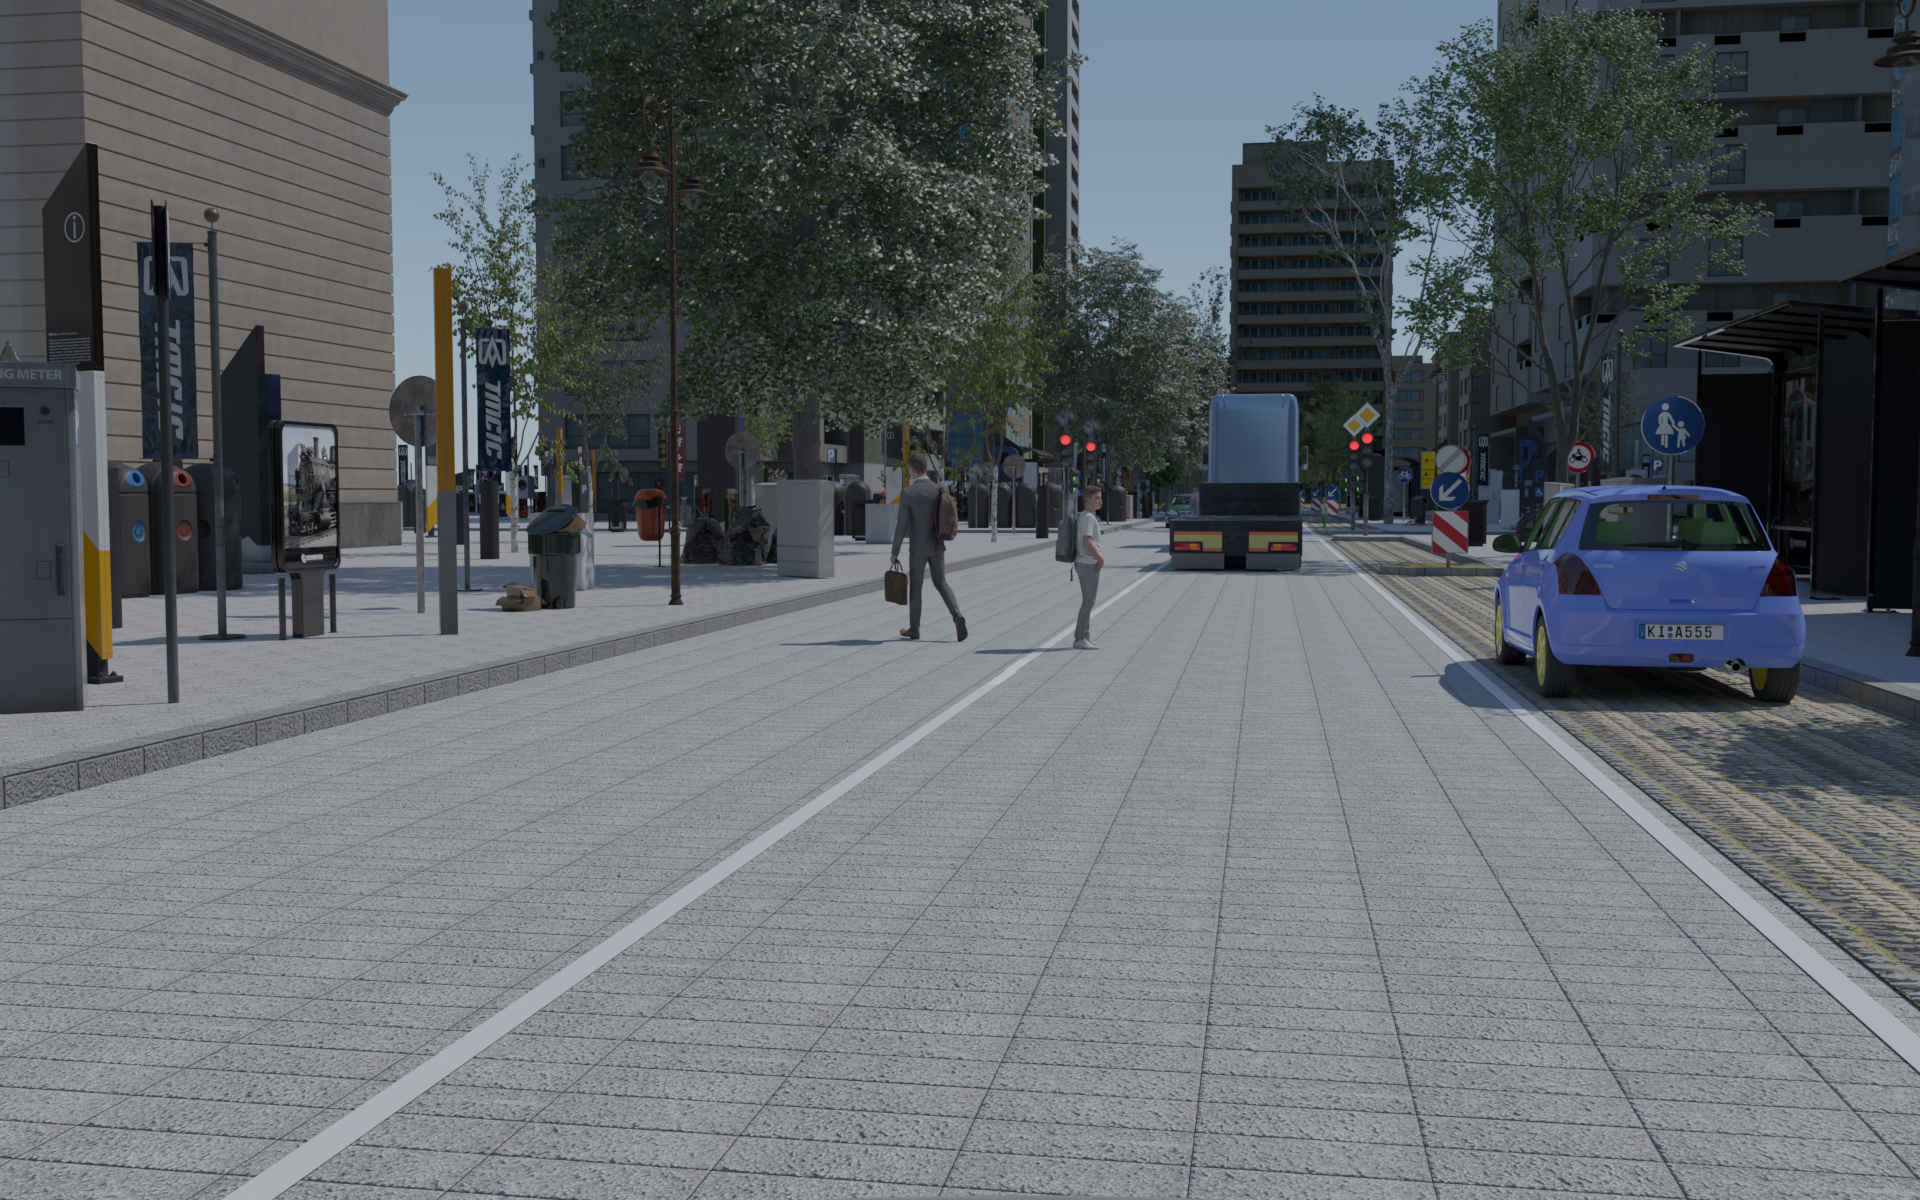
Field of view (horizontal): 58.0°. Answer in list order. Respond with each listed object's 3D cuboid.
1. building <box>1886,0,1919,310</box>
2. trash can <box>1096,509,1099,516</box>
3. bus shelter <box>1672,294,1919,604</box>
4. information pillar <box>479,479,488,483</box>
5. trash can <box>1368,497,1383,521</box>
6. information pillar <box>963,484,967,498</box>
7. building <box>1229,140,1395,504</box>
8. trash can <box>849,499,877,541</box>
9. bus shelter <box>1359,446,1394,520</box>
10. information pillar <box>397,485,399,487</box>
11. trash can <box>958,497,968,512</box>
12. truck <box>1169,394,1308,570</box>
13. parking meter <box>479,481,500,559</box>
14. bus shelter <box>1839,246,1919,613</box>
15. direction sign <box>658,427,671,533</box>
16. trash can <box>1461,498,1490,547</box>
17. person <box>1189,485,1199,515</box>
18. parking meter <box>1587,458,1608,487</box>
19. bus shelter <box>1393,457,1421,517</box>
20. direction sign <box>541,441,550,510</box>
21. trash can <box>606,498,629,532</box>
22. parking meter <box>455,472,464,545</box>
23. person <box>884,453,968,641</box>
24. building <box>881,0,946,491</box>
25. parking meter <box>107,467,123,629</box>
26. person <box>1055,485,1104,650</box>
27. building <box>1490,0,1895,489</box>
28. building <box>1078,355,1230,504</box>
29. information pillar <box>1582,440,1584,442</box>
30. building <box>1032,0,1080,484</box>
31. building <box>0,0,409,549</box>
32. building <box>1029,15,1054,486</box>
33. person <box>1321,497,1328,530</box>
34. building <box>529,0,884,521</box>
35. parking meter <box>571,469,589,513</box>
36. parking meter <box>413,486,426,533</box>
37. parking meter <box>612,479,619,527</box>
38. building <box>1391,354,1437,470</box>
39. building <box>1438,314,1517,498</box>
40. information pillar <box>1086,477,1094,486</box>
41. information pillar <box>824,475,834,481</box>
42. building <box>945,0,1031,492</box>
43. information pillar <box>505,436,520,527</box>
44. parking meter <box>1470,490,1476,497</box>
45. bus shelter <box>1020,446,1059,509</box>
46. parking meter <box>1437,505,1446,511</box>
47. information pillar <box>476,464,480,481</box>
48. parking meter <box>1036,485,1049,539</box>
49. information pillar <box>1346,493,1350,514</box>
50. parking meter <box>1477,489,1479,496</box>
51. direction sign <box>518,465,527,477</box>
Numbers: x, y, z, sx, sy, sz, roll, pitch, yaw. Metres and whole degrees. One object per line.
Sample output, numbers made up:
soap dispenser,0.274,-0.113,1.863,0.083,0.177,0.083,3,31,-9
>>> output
building,95.912,-33.874,173.455,30.456,49.044,23.786,1,4,10
trash can,8.112,-5.392,99.810,0.748,1.137,0.748,0,3,0
bus shelter,11.390,-1.993,23.876,1.731,3.624,6.357,1,4,10
information pillar,-22.679,-4.772,82.521,0.304,2.012,0.304,-3,5,-44
trash can,21.956,-4.873,91.319,0.748,1.137,0.748,0,3,0
information pillar,0.365,-7.400,125.484,0.304,2.012,0.304,1,4,9
building,48.372,-37.707,240.218,21.600,48.544,21.300,1,4,10
trash can,-2.658,-2.188,47.426,0.748,1.137,0.748,0,3,0
bus shelter,20.884,-5.884,87.483,1.731,3.624,6.357,1,4,10
information pillar,-43.726,-7.995,135.208,0.304,2.012,0.304,-2,4,-25
trash can,0.182,-4.695,88.421,0.748,1.137,0.748,0,3,0
truck,6.808,-3.132,40.966,2.967,4.110,18.799,1,4,11
parking meter,-9.275,-1.573,34.122,0.372,1.533,0.369,0,3,0
bus shelter,9.798,-1.490,15.642,1.731,3.624,6.357,1,4,10
direction sign,-9.644,-4.001,57.412,0.876,3.537,0.379,2,4,29
trash can,12.610,-1.886,42.482,0.748,1.137,0.748,0,3,0
person,9.652,-3.793,70.791,0.678,1.792,0.850,2,4,26
parking meter,10.393,-1.380,28.268,0.255,1.863,0.399,1,4,9
bus shelter,24.464,-6.250,96.119,2.014,3.302,5.546,1,4,10
direction sign,-17.864,-5.057,74.686,0.379,3.537,0.876,-3,4,-38
trash can,-11.494,-2.841,58.103,0.748,1.137,0.748,0,3,0
parking meter,-12.603,-2.321,43.663,0.399,1.863,0.255,0,4,-4
person,-0.331,-0.517,16.910,0.622,1.834,0.822,-3,4,-38
building,-13.400,-30.420,121.063,21.300,48.544,21.600,1,4,10
parking meter,-8.210,-0.495,16.508,0.372,1.533,0.369,0,3,0
person,1.172,-0.302,16.034,0.523,1.515,0.503,-3,4,-38
building,60.971,-34.138,147.396,28.713,52.752,27.495,1,4,10
building,24.016,-24.664,248.297,28.899,21.520,27.650,1,4,10
information pillar,26.777,-5.095,74.652,0.183,3.616,0.504,1,4,9
building,-1.270,-39.727,191.543,28.212,58.520,21.231,1,4,10
building,-26.868,-14.787,39.028,25.104,27.353,12.463,1,4,10
building,-1.653,-44.399,164.175,20.563,71.187,20.611,1,4,10
person,14.528,-3.440,69.000,0.306,1.304,0.590,2,4,31
building,-12.203,-19.313,87.465,14.160,30.474,14.107,1,4,10
parking meter,-9.002,-2.163,41.075,0.255,1.863,0.399,2,4,25
parking meter,-17.631,-2.943,56.528,0.372,1.533,0.369,0,3,0
parking meter,-13.441,-3.783,67.558,0.255,1.863,0.399,-1,4,-14
building,73.851,-24.165,240.130,28.899,21.520,27.650,1,4,10
building,64.496,-20.265,176.371,27.650,21.520,28.899,1,4,10
information pillar,5.462,-4.187,72.948,0.304,2.012,0.304,1,4,9
information pillar,-5.124,-3.868,67.731,0.304,2.012,0.304,-2,4,-24
building,-1.869,-30.376,146.750,14.600,45.320,14.200,1,4,10
information pillar,-17.214,-4.600,66.566,0.504,3.616,0.183,-3,4,-38
parking meter,35.454,-6.812,119.784,0.372,1.533,0.369,0,3,0
bus shelter,2.981,-4.995,75.586,2.014,3.302,5.546,1,4,10
parking meter,18.439,-3.542,66.327,0.372,1.533,0.369,0,3,0
information pillar,-37.190,-8.719,133.914,0.504,3.616,0.183,0,4,6
parking meter,2.374,-2.542,49.973,0.372,1.533,0.369,0,3,0
information pillar,24.808,-6.488,110.572,0.304,2.012,0.304,0,4,3
parking meter,33.371,-6.435,110.930,0.399,1.863,0.255,-1,4,-11
direction sign,-33.768,-8.680,133.916,0.379,3.537,0.876,3,5,44
